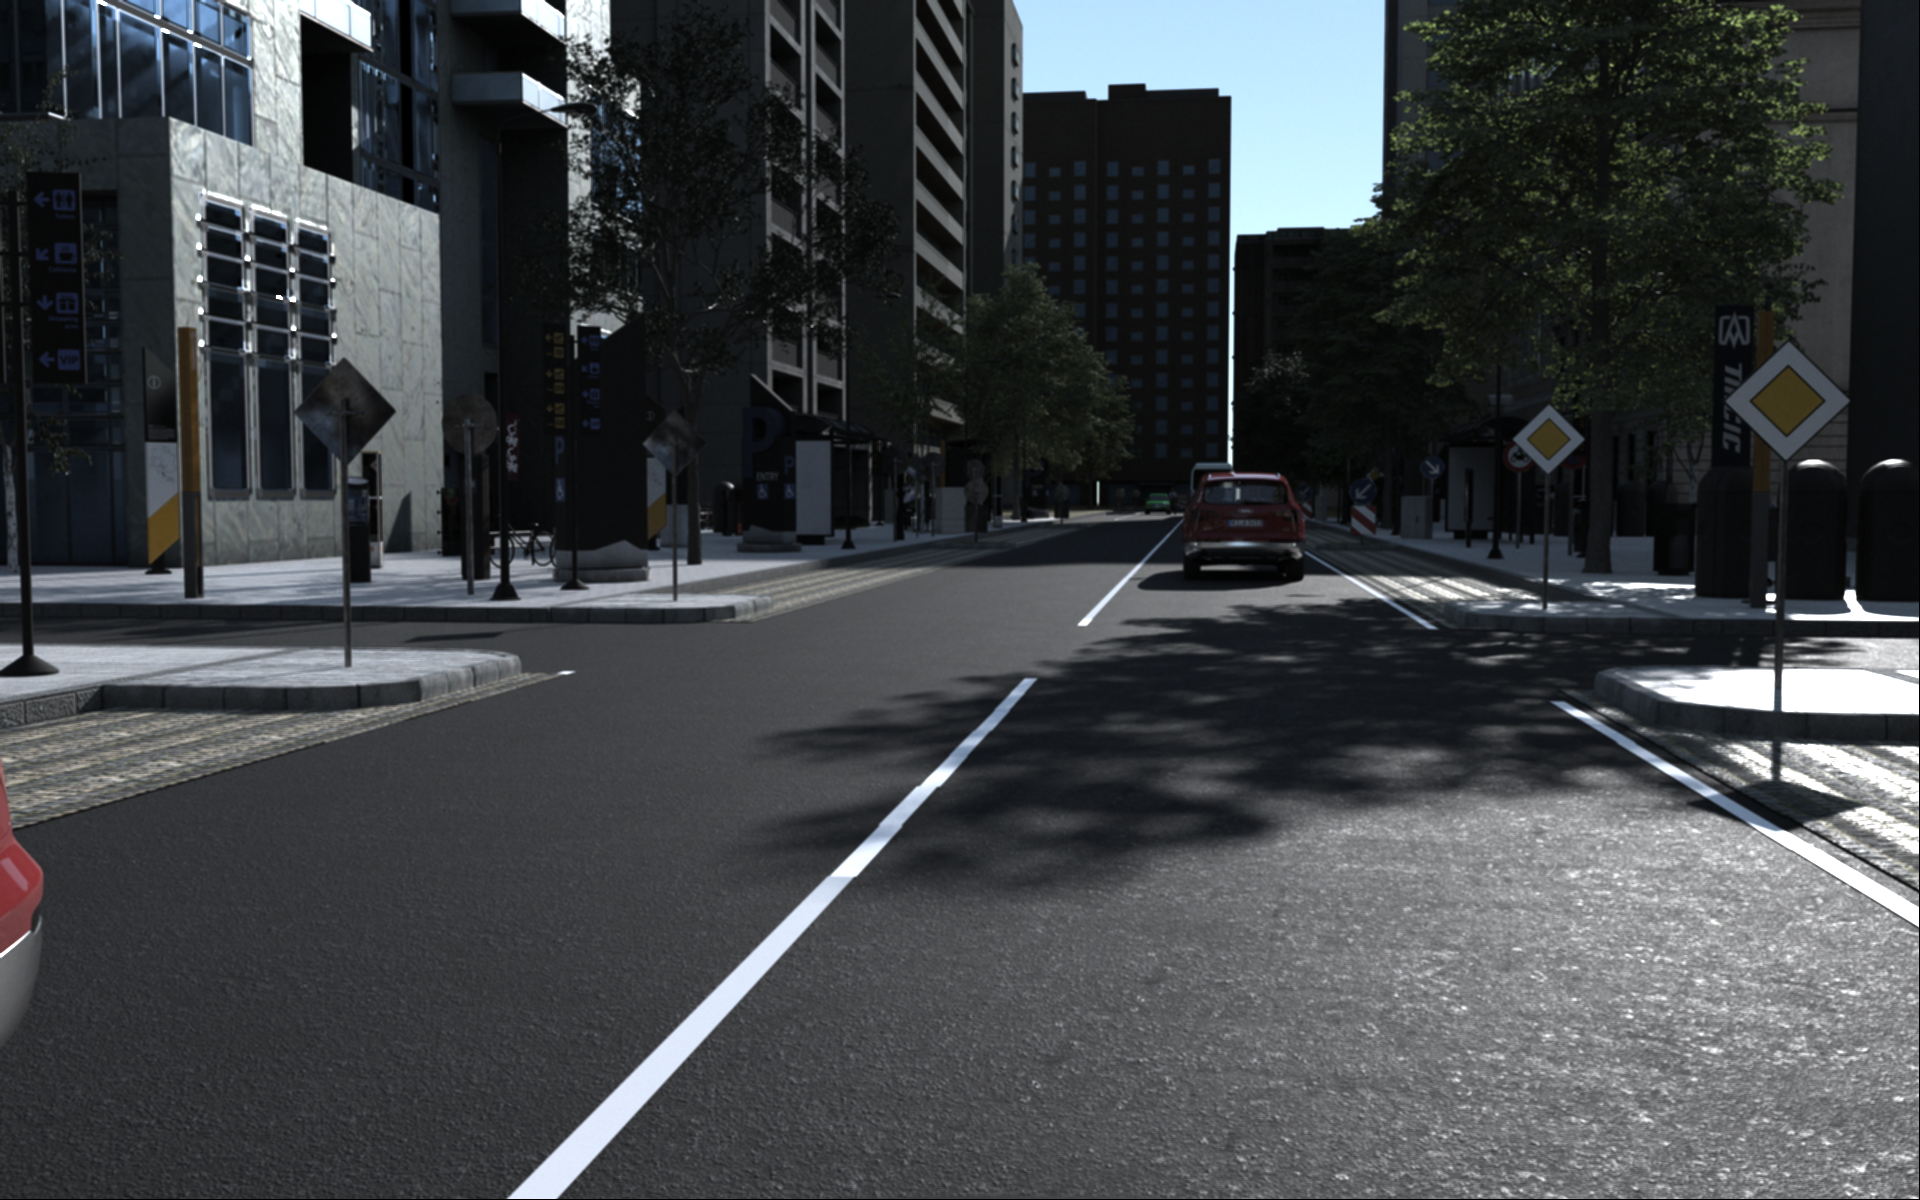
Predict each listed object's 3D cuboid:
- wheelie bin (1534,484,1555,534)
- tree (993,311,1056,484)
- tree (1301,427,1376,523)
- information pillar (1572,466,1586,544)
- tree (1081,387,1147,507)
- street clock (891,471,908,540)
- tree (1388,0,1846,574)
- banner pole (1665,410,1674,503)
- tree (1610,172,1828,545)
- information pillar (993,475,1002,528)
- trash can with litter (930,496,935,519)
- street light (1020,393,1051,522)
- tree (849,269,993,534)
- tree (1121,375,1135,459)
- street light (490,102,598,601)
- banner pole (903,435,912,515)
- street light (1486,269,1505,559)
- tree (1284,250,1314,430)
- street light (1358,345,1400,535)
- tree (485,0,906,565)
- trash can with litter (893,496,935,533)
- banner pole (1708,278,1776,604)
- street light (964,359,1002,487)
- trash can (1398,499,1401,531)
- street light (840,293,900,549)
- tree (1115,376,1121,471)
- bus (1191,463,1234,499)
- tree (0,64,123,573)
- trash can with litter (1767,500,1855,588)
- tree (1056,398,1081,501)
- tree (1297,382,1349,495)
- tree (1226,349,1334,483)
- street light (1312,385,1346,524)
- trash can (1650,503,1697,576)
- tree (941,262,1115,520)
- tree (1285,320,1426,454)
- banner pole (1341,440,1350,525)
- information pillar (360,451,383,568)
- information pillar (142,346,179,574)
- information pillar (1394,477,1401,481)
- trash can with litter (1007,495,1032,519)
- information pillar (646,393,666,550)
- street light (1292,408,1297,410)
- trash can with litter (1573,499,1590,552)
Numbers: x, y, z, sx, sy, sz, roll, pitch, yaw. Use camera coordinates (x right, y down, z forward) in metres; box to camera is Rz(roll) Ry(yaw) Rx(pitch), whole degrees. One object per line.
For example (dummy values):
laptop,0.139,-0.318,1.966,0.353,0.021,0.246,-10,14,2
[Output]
wheelie bin,18.676,-2.904,55.389,0.980,1.594,0.693,1,4,23
tree,1.084,-7.240,68.741,4.737,8.622,4.395,0,3,0
tree,16.752,-5.695,76.830,4.285,4.588,4.351,0,3,0
information pillar,16.028,-2.465,44.792,0.304,2.012,0.304,3,5,40
tree,14.115,-14.726,166.523,9.928,11.665,9.643,0,3,0
street clock,-1.685,-2.673,48.278,0.358,2.002,0.471,3,5,42
tree,10.319,-6.736,28.257,7.486,12.596,7.792,0,3,0
banner pole,19.348,-3.500,47.235,0.401,3.779,0.863,1,4,11
tree,17.270,-5.424,39.042,4.737,8.622,4.395,0,3,0
information pillar,1.423,-3.745,65.728,0.304,2.012,0.304,-1,4,-19
trash can with litter,-1.200,-4.614,86.821,1.055,1.170,0.624,-3,4,-39
street light,3.491,-6.546,79.561,1.470,5.913,1.316,0,4,8
tree,-1.458,-6.460,55.976,4.737,8.622,4.395,0,3,0
tree,10.346,-13.443,137.914,7.486,12.596,7.792,0,3,0
street light,-4.982,-2.949,20.754,1.470,5.913,1.316,0,4,8
banner pole,-2.169,-4.962,71.151,0.401,3.779,0.863,-2,4,-33
street light,10.111,-3.780,34.336,1.470,5.913,1.316,0,4,8
tree,15.530,-8.855,62.908,7.486,12.596,7.792,0,3,0
street light,13.054,-4.975,53.875,1.470,5.913,1.316,0,4,8
tree,-4.713,-5.944,31.590,8.767,10.594,7.601,1,4,17
trash can with litter,-1.099,-2.864,57.885,1.678,1.210,2.233,-2,4,-35
banner pole,9.165,-1.847,20.220,0.863,3.779,0.401,0,4,-1
street light,0.733,-5.340,59.855,1.470,5.913,1.316,0,4,8
trash can,14.234,-2.661,55.166,0.748,1.137,0.748,0,3,0
street light,-2.079,-4.144,40.298,1.470,5.913,1.316,0,4,8
tree,4.951,-11.072,99.159,7.486,12.596,7.792,0,3,0
bus,15.996,-6.967,108.774,2.948,3.499,13.247,1,4,9
tree,-15.383,-4.726,27.629,4.360,8.622,3.978,0,3,0
trash can with litter,11.558,-0.791,23.997,2.233,1.210,1.678,2,4,28
tree,6.210,-9.775,110.187,4.737,8.622,4.395,0,3,0
tree,22.248,-9.516,105.944,4.360,8.622,3.978,0,3,0
tree,28.476,-15.081,153.231,9.857,13.997,8.962,0,3,0
street light,15.749,-6.172,73.449,1.470,5.913,1.316,0,4,8
trash can,11.298,-0.962,27.390,0.748,1.137,0.748,0,3,0
tree,2.755,-10.180,84.572,7.486,12.596,7.792,0,3,0
tree,19.363,-9.185,84.594,7.601,10.594,8.767,1,4,16
banner pole,15.879,-4.950,70.952,0.401,3.779,0.863,0,4,-1
information pillar,-10.163,-1.556,29.930,0.304,2.012,0.304,-1,4,-9
information pillar,-12.812,-2.226,27.752,0.183,3.616,0.504,3,5,42
information pillar,19.271,-4.398,76.404,0.304,2.012,0.304,0,4,3
trash can with litter,2.888,-4.718,88.195,1.678,1.210,2.233,2,4,29
information pillar,-6.959,-2.942,39.460,0.504,3.616,0.183,0,4,4
street light,18.484,-7.369,93.017,1.470,5.913,1.316,0,4,8
trash can with litter,13.850,-1.665,38.614,0.624,1.170,1.055,1,4,14
